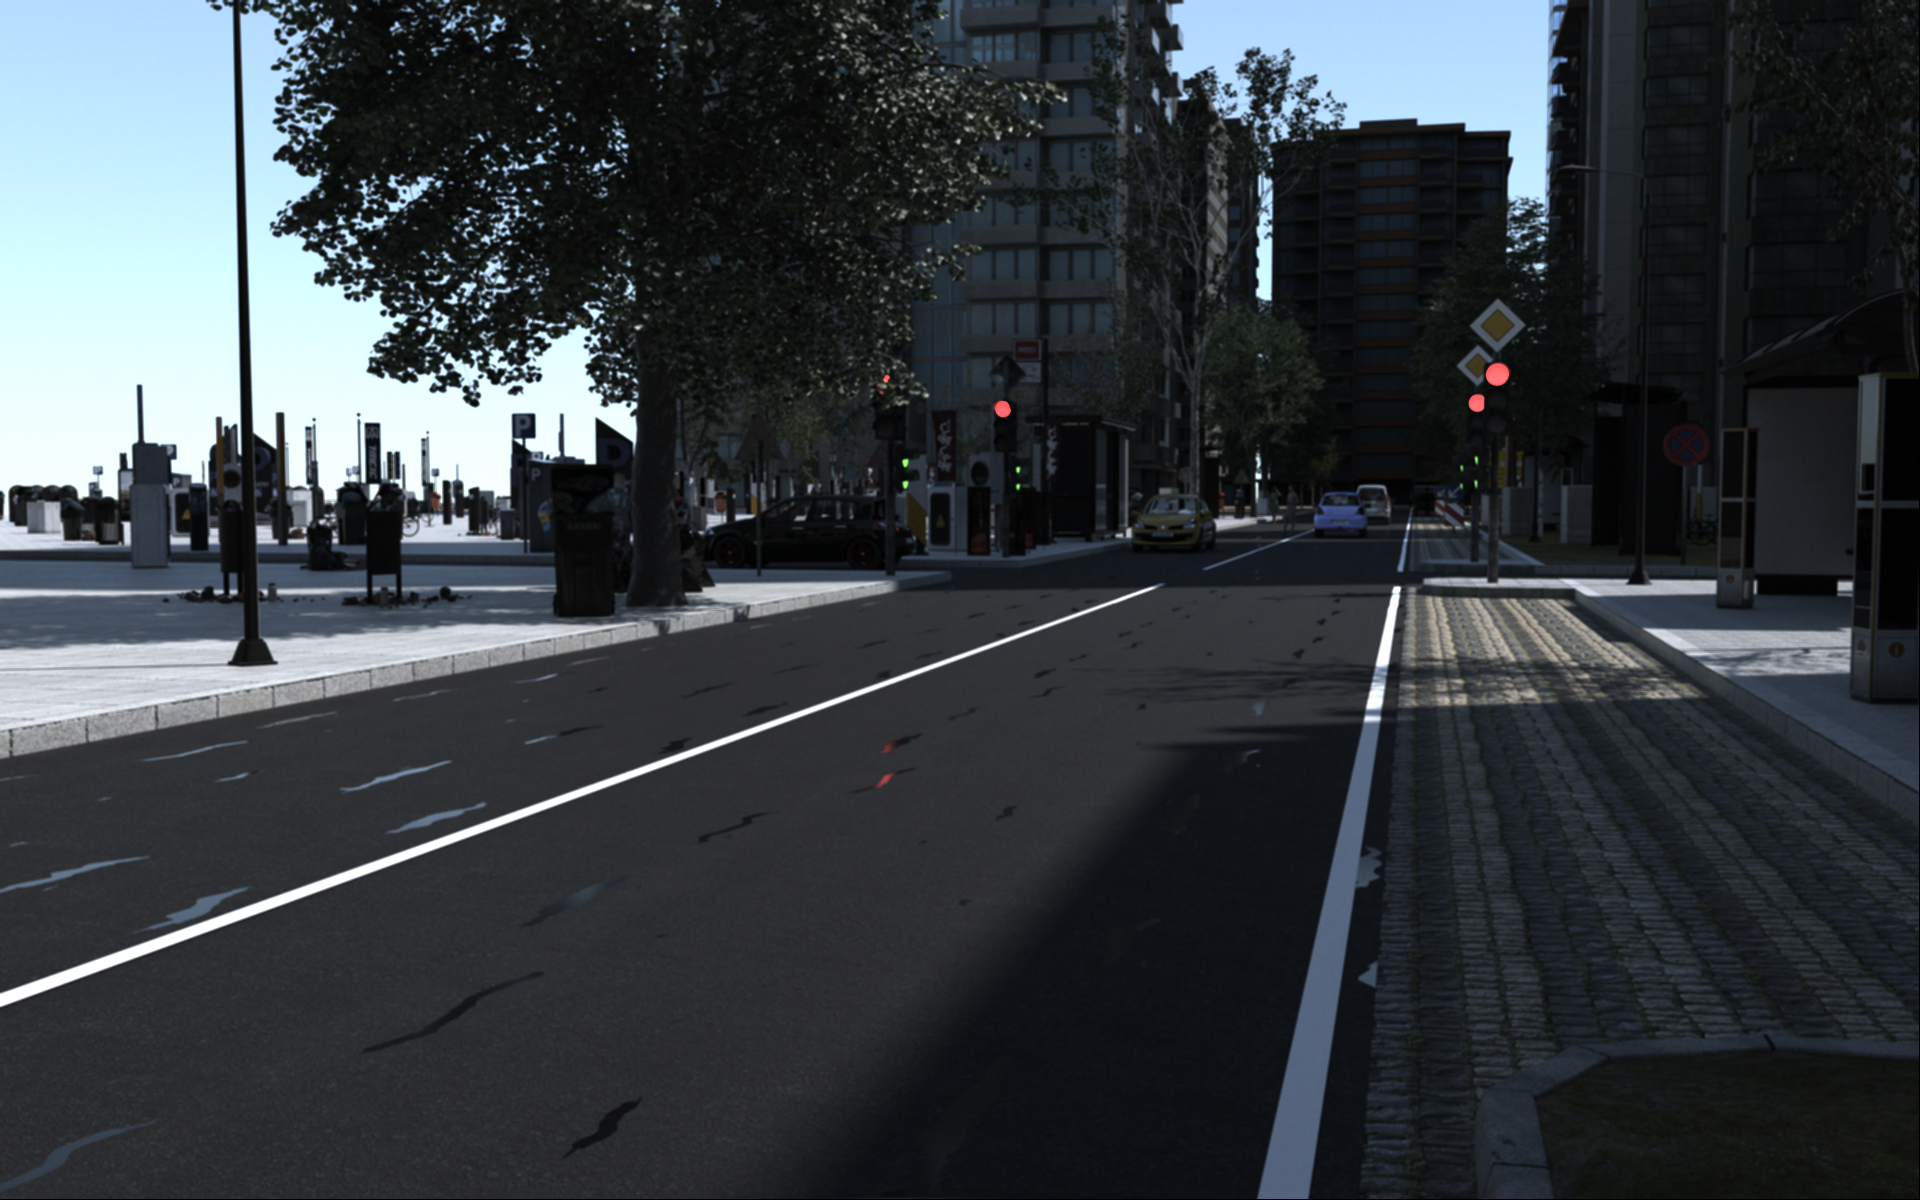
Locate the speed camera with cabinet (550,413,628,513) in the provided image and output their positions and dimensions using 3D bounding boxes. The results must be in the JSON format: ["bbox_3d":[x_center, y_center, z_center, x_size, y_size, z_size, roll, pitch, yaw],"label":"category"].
[{"bbox_3d":[-9.067,-2.935,42.321,2.038,3.252,0.660,2,4,31],"label":"speed camera with cabinet"}]

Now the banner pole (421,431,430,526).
[{"bbox_3d":[-21.081,-4.793,68.385,0.401,3.779,0.863,0,4,7],"label":"banner pole"}]

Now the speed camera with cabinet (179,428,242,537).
[{"bbox_3d":[-22.526,-3.521,51.908,2.038,3.252,0.660,-1,4,-13],"label":"speed camera with cabinet"}]

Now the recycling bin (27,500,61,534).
[{"bbox_3d":[-29.971,-2.698,56.668,0.722,1.027,0.722,1,4,17],"label":"recycling bin"}]

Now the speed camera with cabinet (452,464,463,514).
[{"bbox_3d":[-32.187,-7.284,113.429,2.038,3.252,0.660,-1,4,-16],"label":"speed camera with cabinet"}]

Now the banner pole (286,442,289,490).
[{"bbox_3d":[-32.646,-5.732,83.739,0.401,3.779,0.863,1,4,19],"label":"banner pole"}]

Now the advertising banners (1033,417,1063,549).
[{"bbox_3d":[1.546,-2.690,40.173,2.074,3.025,0.090,3,5,41],"label":"advertising banners"}]

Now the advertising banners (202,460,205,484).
[{"bbox_3d":[-39.502,-5.740,90.035,0.090,3.025,2.074,-2,4,-35],"label":"advertising banners"}]

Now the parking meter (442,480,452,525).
[{"bbox_3d":[-21.595,-4.112,72.938,0.255,1.863,0.399,0,4,4],"label":"parking meter"}]

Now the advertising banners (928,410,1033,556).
[{"bbox_3d":[0.423,-2.442,36.121,2.074,3.025,0.090,1,4,8],"label":"advertising banners"}]

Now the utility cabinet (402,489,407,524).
[{"bbox_3d":[-23.897,-3.947,73.212,0.318,1.500,1.173,1,4,22],"label":"utility cabinet"}]

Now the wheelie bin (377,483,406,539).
[{"bbox_3d":[-16.063,-2.506,48.883,0.693,1.594,0.980,1,4,18],"label":"wheelie bin"}]

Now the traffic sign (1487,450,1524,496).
[{"bbox_3d":[25.413,-5.286,80.298,2.265,3.308,0.079,1,4,21],"label":"traffic sign"}]

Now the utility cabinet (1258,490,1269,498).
[{"bbox_3d":[18.479,-5.917,105.424,0.318,1.500,1.173,2,4,28],"label":"utility cabinet"}]

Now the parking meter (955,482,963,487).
[{"bbox_3d":[-0.059,-5.004,87.521,0.399,1.863,0.255,3,5,41],"label":"parking meter"}]

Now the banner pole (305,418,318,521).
[{"bbox_3d":[-21.157,-4.069,56.549,0.401,3.779,0.863,0,4,7],"label":"banner pole"}]

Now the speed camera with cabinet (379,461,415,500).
[{"bbox_3d":[-33.512,-6.649,103.053,2.038,3.252,0.660,-1,4,-21],"label":"speed camera with cabinet"}]

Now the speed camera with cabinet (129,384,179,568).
[{"bbox_3d":[-14.370,-2.228,30.766,0.660,3.252,2.038,-1,4,-22],"label":"speed camera with cabinet"}]

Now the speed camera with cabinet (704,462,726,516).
[{"bbox_3d":[-14.613,-6.701,103.892,2.038,3.252,0.660,2,4,30],"label":"speed camera with cabinet"}]

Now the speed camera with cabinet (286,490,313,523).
[{"bbox_3d":[-29.585,-5.006,76.181,0.660,3.252,2.038,3,4,38],"label":"speed camera with cabinet"}]

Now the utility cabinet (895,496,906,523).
[{"bbox_3d":[-1.592,-1.947,42.998,0.306,1.237,1.020,-1,4,-15],"label":"utility cabinet"}]

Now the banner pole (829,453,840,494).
[{"bbox_3d":[-6.595,-6.230,91.882,0.863,3.779,0.401,2,4,31],"label":"banner pole"}]

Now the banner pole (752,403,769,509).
[{"bbox_3d":[-5.468,-3.532,47.765,0.401,3.779,0.863,2,4,34],"label":"banner pole"}]

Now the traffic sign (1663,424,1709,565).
[{"bbox_3d":[13.159,-1.916,31.433,0.768,2.556,0.104,1,4,22],"label":"traffic sign"}]

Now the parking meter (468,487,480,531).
[{"bbox_3d":[-16.818,-3.152,59.948,0.372,1.533,0.369,0,3,0],"label":"parking meter"}]

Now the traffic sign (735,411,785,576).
[{"bbox_3d":[-3.140,-1.652,27.018,0.884,2.594,0.081,2,4,23],"label":"traffic sign"}]

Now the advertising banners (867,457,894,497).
[{"bbox_3d":[-3.793,-5.270,82.357,0.090,3.025,2.074,3,4,36],"label":"advertising banners"}]

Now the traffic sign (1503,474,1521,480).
[{"bbox_3d":[25.416,-4.811,79.853,0.795,2.450,0.064,1,4,20],"label":"traffic sign"}]

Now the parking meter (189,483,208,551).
[{"bbox_3d":[-17.255,-1.886,39.255,0.372,1.533,0.369,0,3,0],"label":"parking meter"}]

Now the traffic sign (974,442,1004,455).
[{"bbox_3d":[0.694,-2.564,42.029,0.768,2.556,0.104,1,4,18],"label":"traffic sign"}]

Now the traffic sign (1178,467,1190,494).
[{"bbox_3d":[10.541,-4.937,80.828,0.768,2.556,0.104,1,4,15],"label":"traffic sign"}]

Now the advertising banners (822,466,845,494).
[{"bbox_3d":[-8.166,-6.896,108.935,2.074,3.025,0.090,-2,4,-26],"label":"advertising banners"}]

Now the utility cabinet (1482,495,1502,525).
[{"bbox_3d":[21.972,-3.694,71.564,0.306,1.237,1.020,-1,4,-17],"label":"utility cabinet"}]

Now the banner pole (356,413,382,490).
[{"bbox_3d":[-18.241,-3.874,53.350,0.863,3.779,0.401,-1,4,-22],"label":"banner pole"}]

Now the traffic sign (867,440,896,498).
[{"bbox_3d":[-1.494,-2.157,35.270,0.884,2.594,0.081,1,4,19],"label":"traffic sign"}]

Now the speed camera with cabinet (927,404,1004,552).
[{"bbox_3d":[0.146,-2.713,38.695,0.660,3.252,2.038,-3,5,-44],"label":"speed camera with cabinet"}]

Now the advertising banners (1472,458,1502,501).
[{"bbox_3d":[24.285,-5.059,78.903,2.074,3.025,0.090,2,4,31],"label":"advertising banners"}]

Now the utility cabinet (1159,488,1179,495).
[{"bbox_3d":[7.664,-3.351,63.472,0.318,1.500,1.173,-1,4,-16],"label":"utility cabinet"}]

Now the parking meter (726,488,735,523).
[{"bbox_3d":[-9.498,-3.875,71.768,0.372,1.533,0.369,0,3,0],"label":"parking meter"}]

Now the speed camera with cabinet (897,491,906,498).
[{"bbox_3d":[-2.508,-5.508,84.386,0.660,3.252,2.038,1,4,16],"label":"speed camera with cabinet"}]

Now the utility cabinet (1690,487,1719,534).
[{"bbox_3d":[23.727,-2.864,55.503,0.318,1.500,1.173,-3,4,-39],"label":"utility cabinet"}]

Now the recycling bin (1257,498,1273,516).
[{"bbox_3d":[18.327,-5.596,104.053,0.722,1.027,0.722,3,5,43],"label":"recycling bin"}]

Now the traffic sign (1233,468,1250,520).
[{"bbox_3d":[14.117,-5.314,86.889,0.884,2.594,0.081,1,4,16],"label":"traffic sign"}]

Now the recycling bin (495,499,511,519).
[{"bbox_3d":[-23.605,-4.721,89.746,0.722,1.027,0.722,1,4,14],"label":"recycling bin"}]

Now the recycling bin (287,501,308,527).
[{"bbox_3d":[-25.817,-3.353,67.382,0.722,1.027,0.722,-2,4,-29],"label":"recycling bin"}]

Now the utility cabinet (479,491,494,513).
[{"bbox_3d":[-30.229,-6.203,110.095,1.173,1.500,0.318,0,4,4],"label":"utility cabinet"}]

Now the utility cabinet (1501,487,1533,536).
[{"bbox_3d":[17.078,-2.715,53.069,1.173,1.500,0.318,-3,4,-39],"label":"utility cabinet"}]

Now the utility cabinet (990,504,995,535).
[{"bbox_3d":[1.018,-2.615,53.918,1.020,1.237,0.306,-1,4,-20],"label":"utility cabinet"}]

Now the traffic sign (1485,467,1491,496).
[{"bbox_3d":[23.687,-4.763,77.983,0.768,2.556,0.104,1,4,21],"label":"traffic sign"}]

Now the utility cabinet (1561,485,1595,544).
[{"bbox_3d":[15.870,-2.157,43.954,1.173,1.500,0.318,-1,4,-12],"label":"utility cabinet"}]
